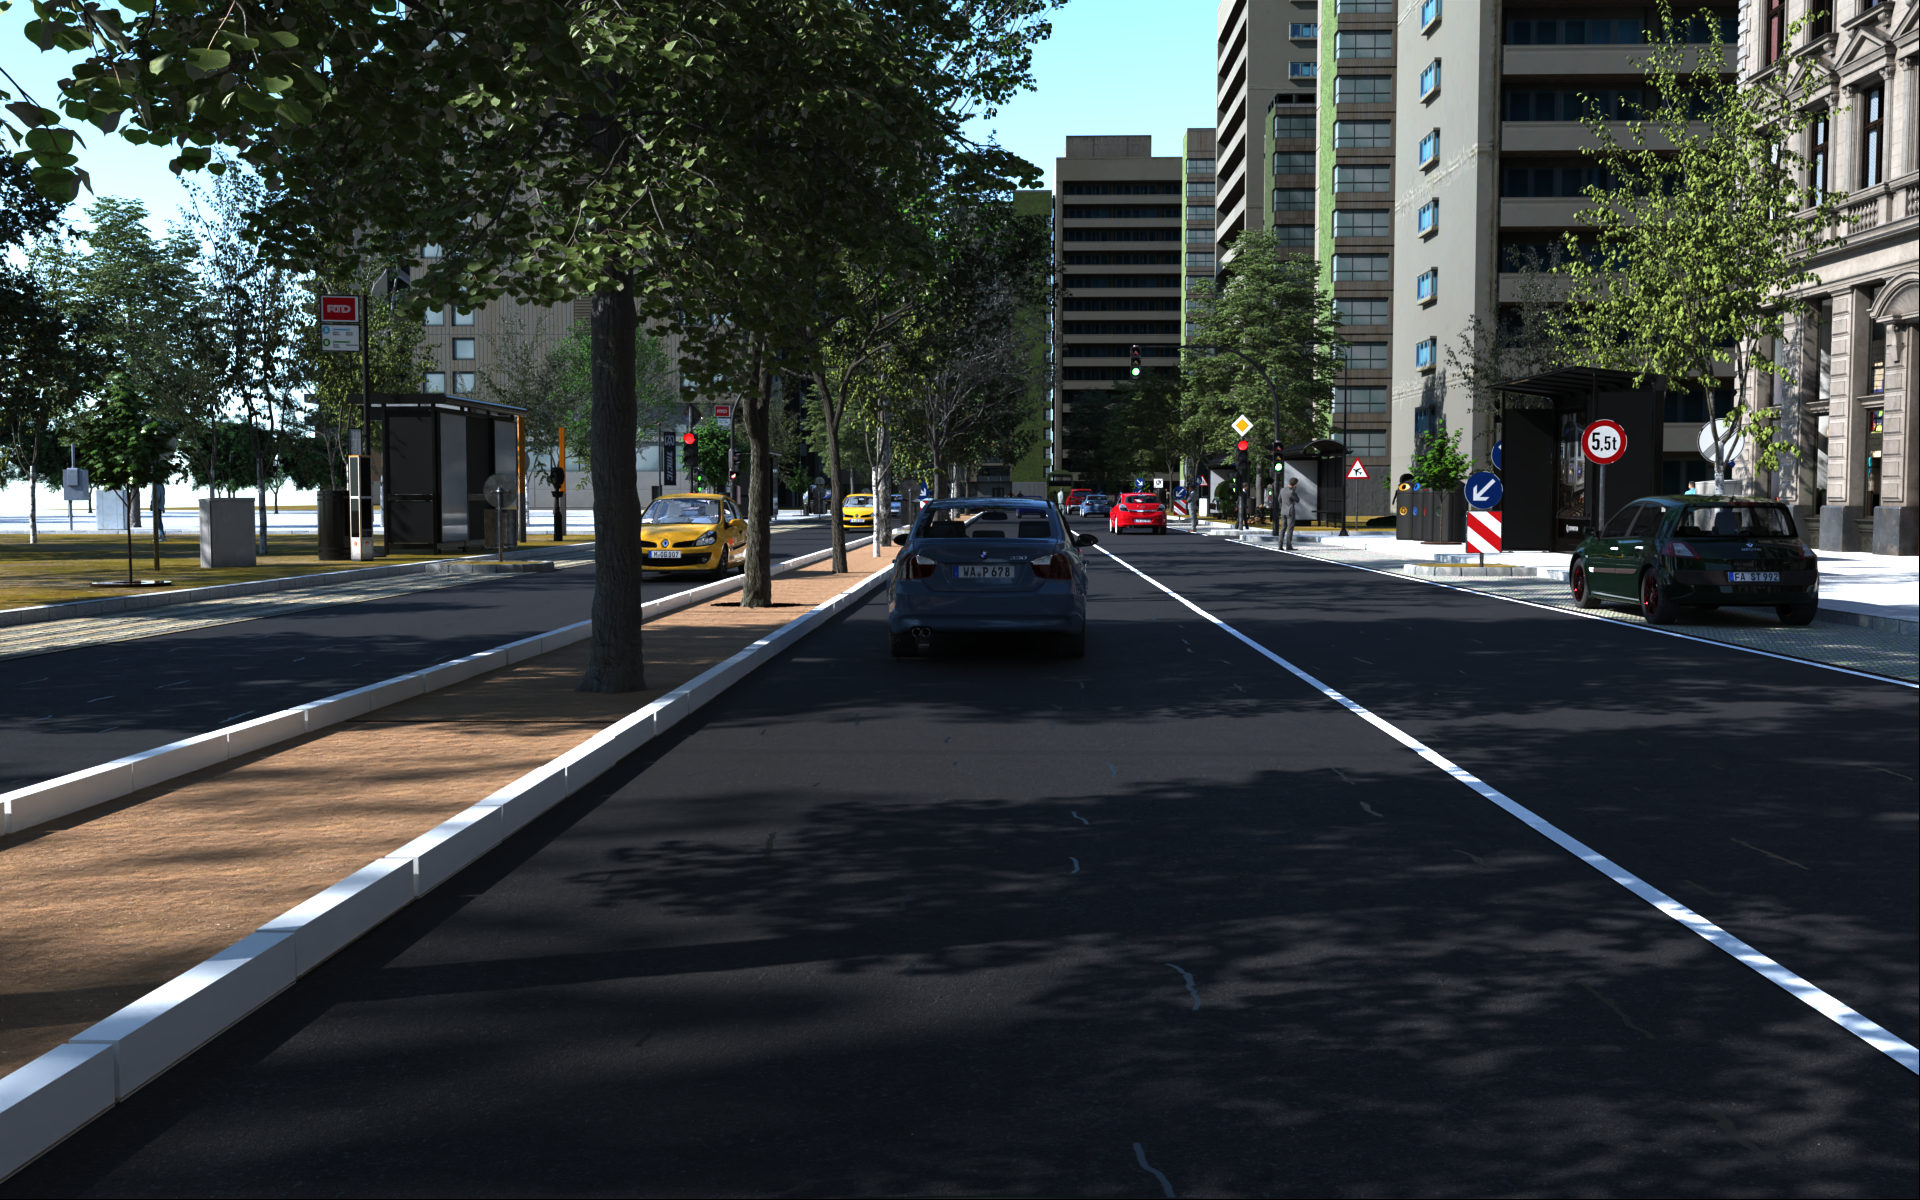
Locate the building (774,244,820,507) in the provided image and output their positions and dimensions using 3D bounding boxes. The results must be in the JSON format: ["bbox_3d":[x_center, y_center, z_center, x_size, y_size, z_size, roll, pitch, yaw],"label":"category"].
[{"bbox_3d":[-21.705,-24.498,172.243,14.160,30.474,14.107,0,4,2],"label":"building"}]

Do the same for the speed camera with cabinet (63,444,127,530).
[{"bbox_3d":[-30.712,-4.114,61.600,2.038,3.252,0.660,0,4,-7],"label":"speed camera with cabinet"}]

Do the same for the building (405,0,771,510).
[{"bbox_3d":[-30.389,-34.362,151.053,28.713,52.752,27.495,0,4,2],"label":"building"}]

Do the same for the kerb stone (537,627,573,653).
[{"bbox_3d":[-3.773,0.382,15.954,0.120,0.150,1.000,0,4,2],"label":"kerb stone"}]

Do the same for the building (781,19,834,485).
[{"bbox_3d":[-25.333,-46.216,193.881,20.611,71.187,20.563,0,4,2],"label":"building"}]

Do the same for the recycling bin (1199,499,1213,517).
[{"bbox_3d":[14.082,-5.248,98.364,0.722,1.027,0.722,-2,4,-27],"label":"recycling bin"}]

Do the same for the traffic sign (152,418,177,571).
[{"bbox_3d":[-13.450,-1.763,28.931,0.768,2.556,0.104,0,4,2],"label":"traffic sign"}]

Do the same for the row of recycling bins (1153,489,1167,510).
[{"bbox_3d":[15.259,-7.668,132.485,1.069,1.692,3.534,1,4,9],"label":"row of recycling bins"}]

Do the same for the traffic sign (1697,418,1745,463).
[{"bbox_3d":[12.793,-1.779,29.185,0.768,2.556,0.104,0,4,8],"label":"traffic sign"}]

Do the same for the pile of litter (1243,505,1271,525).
[{"bbox_3d":[12.450,-3.609,72.975,1.176,0.858,1.719,0,4,-7],"label":"pile of litter"}]

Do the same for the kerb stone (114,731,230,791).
[{"bbox_3d":[-4.000,0.821,8.784,0.120,0.150,1.000,0,4,2],"label":"kerb stone"}]

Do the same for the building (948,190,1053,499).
[{"bbox_3d":[5.425,-33.740,235.249,14.086,41.232,14.154,0,4,2],"label":"building"}]

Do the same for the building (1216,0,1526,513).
[{"bbox_3d":[33.578,-32.008,147.024,21.300,48.544,21.600,0,4,2],"label":"building"}]

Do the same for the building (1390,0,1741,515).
[{"bbox_3d":[31.521,-27.849,79.034,21.600,48.544,21.300,0,4,2],"label":"building"}]

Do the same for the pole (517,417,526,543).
[{"bbox_3d":[-11.576,-3.174,45.741,0.158,3.312,0.155,0,3,0],"label":"pole"}]

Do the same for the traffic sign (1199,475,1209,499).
[{"bbox_3d":[15.956,-6.984,114.197,0.884,2.594,0.081,0,4,7],"label":"traffic sign"}]

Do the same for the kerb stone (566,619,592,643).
[{"bbox_3d":[-3.753,0.319,16.975,0.120,0.150,1.000,0,4,2],"label":"kerb stone"}]

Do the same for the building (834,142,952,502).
[{"bbox_3d":[-15.162,-39.920,241.931,27.495,52.752,28.713,0,4,2],"label":"building"}]

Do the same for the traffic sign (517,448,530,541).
[{"bbox_3d":[-12.183,-2.903,47.567,0.768,2.556,0.104,1,4,9],"label":"traffic sign"}]

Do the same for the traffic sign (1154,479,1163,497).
[{"bbox_3d":[13.333,-6.988,116.376,0.606,2.300,0.079,0,4,5],"label":"traffic sign"}]

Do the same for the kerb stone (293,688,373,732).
[{"bbox_3d":[-3.936,0.695,10.837,0.120,0.150,1.000,0,4,2],"label":"kerb stone"}]

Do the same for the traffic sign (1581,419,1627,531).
[{"bbox_3d":[10.984,-1.805,29.625,0.768,2.556,0.104,0,4,3],"label":"traffic sign"}]

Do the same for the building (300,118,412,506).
[{"bbox_3d":[-65.815,-33.574,199.049,14.200,45.320,14.600,0,4,2],"label":"building"}]

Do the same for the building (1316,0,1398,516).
[{"bbox_3d":[28.747,-25.823,105.793,14.154,41.232,14.086,0,4,2],"label":"building"}]

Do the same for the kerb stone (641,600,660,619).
[{"bbox_3d":[-3.661,0.132,20.040,0.120,0.150,1.000,0,4,2],"label":"kerb stone"}]

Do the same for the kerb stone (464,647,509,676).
[{"bbox_3d":[-3.850,0.514,13.912,0.120,0.150,1.000,0,4,2],"label":"kerb stone"}]

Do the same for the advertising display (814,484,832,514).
[{"bbox_3d":[-8.824,-6.570,112.636,0.974,1.923,0.123,0,4,3],"label":"advertising display"}]

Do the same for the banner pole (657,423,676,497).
[{"bbox_3d":[-10.370,-4.345,61.058,0.863,3.779,0.401,-2,4,-34],"label":"banner pole"}]

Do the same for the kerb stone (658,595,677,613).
[{"bbox_3d":[-3.624,0.072,21.061,0.120,0.150,1.000,0,4,2],"label":"kerb stone"}]

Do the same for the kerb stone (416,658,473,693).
[{"bbox_3d":[-3.862,0.569,12.889,0.120,0.150,1.000,0,4,2],"label":"kerb stone"}]

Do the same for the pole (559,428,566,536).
[{"bbox_3d":[-12.211,-3.632,53.229,0.158,3.312,0.155,0,3,0],"label":"pole"}]

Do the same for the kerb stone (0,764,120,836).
[{"bbox_3d":[-4.022,0.883,7.762,0.120,0.150,1.000,0,4,2],"label":"kerb stone"}]

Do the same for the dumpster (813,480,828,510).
[{"bbox_3d":[-9.673,-7.089,118.399,1.502,2.255,1.985,0,4,2],"label":"dumpster"}]

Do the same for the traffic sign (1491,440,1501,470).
[{"bbox_3d":[12.444,-2.401,39.365,0.768,2.556,0.104,0,4,5],"label":"traffic sign"}]

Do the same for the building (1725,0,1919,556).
[{"bbox_3d":[24.157,-12.561,34.255,11.050,23.489,19.941,0,4,2],"label":"building"}]

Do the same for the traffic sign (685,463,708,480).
[{"bbox_3d":[-9.994,-4.016,65.668,0.884,2.594,0.081,0,4,6],"label":"traffic sign"}]

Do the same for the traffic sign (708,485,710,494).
[{"bbox_3d":[-11.497,-4.853,79.457,0.768,2.556,0.104,1,4,9],"label":"traffic sign"}]

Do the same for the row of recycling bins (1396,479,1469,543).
[{"bbox_3d":[12.860,-2.447,47.126,1.069,1.692,3.534,0,4,-7],"label":"row of recycling bins"}]

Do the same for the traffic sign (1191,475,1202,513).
[{"bbox_3d":[15.402,-6.902,112.950,0.768,2.556,0.104,0,4,2],"label":"traffic sign"}]

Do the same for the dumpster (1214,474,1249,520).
[{"bbox_3d":[13.414,-5.077,85.495,1.502,2.255,1.985,0,4,2],"label":"dumpster"}]

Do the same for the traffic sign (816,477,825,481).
[{"bbox_3d":[-10.304,-7.765,127.065,0.768,2.556,0.104,1,4,10],"label":"traffic sign"}]

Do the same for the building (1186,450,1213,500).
[{"bbox_3d":[35.527,-52.575,172.272,22.319,86.520,31.000,0,4,2],"label":"building"}]

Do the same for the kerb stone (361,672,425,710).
[{"bbox_3d":[-3.909,0.636,11.859,0.120,0.150,1.000,0,4,2],"label":"kerb stone"}]

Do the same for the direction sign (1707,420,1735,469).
[{"bbox_3d":[23.376,-3.744,53.210,0.876,3.537,0.379,0,4,-6],"label":"direction sign"}]

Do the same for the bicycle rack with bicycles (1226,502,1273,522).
[{"bbox_3d":[13.526,-4.087,80.210,2.852,0.926,2.925,1,4,19],"label":"bicycle rack with bicycles"}]

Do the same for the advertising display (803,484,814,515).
[{"bbox_3d":[-9.920,-6.681,114.452,0.974,1.923,0.123,-1,4,-23],"label":"advertising display"}]

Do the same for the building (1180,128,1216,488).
[{"bbox_3d":[31.941,-31.357,196.273,14.154,41.232,14.086,0,4,2],"label":"building"}]

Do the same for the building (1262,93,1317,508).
[{"bbox_3d":[29.218,-21.803,128.173,14.160,30.474,14.107,0,4,2],"label":"building"}]

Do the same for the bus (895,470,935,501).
[{"bbox_3d":[-3.031,-8.135,127.866,2.948,3.499,13.247,0,4,1],"label":"bus"}]

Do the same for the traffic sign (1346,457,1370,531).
[{"bbox_3d":[13.917,-3.713,60.706,0.884,2.594,0.081,1,4,10],"label":"traffic sign"}]

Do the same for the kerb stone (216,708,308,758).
[{"bbox_3d":[-3.972,0.761,9.805,0.120,0.150,1.000,0,4,2],"label":"kerb stone"}]

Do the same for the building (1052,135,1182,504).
[{"bbox_3d":[23.330,-37.499,236.816,21.600,48.544,21.300,0,4,2],"label":"building"}]

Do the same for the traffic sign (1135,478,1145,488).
[{"bbox_3d":[13.865,-8.172,133.719,0.768,2.556,0.104,0,4,6],"label":"traffic sign"}]

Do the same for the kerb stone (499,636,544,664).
[{"bbox_3d":[-3.808,0.444,14.932,0.120,0.150,1.000,0,4,2],"label":"kerb stone"}]

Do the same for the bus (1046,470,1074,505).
[{"bbox_3d":[10.170,-11.295,176.221,2.896,3.916,12.252,0,4,3],"label":"bus"}]
